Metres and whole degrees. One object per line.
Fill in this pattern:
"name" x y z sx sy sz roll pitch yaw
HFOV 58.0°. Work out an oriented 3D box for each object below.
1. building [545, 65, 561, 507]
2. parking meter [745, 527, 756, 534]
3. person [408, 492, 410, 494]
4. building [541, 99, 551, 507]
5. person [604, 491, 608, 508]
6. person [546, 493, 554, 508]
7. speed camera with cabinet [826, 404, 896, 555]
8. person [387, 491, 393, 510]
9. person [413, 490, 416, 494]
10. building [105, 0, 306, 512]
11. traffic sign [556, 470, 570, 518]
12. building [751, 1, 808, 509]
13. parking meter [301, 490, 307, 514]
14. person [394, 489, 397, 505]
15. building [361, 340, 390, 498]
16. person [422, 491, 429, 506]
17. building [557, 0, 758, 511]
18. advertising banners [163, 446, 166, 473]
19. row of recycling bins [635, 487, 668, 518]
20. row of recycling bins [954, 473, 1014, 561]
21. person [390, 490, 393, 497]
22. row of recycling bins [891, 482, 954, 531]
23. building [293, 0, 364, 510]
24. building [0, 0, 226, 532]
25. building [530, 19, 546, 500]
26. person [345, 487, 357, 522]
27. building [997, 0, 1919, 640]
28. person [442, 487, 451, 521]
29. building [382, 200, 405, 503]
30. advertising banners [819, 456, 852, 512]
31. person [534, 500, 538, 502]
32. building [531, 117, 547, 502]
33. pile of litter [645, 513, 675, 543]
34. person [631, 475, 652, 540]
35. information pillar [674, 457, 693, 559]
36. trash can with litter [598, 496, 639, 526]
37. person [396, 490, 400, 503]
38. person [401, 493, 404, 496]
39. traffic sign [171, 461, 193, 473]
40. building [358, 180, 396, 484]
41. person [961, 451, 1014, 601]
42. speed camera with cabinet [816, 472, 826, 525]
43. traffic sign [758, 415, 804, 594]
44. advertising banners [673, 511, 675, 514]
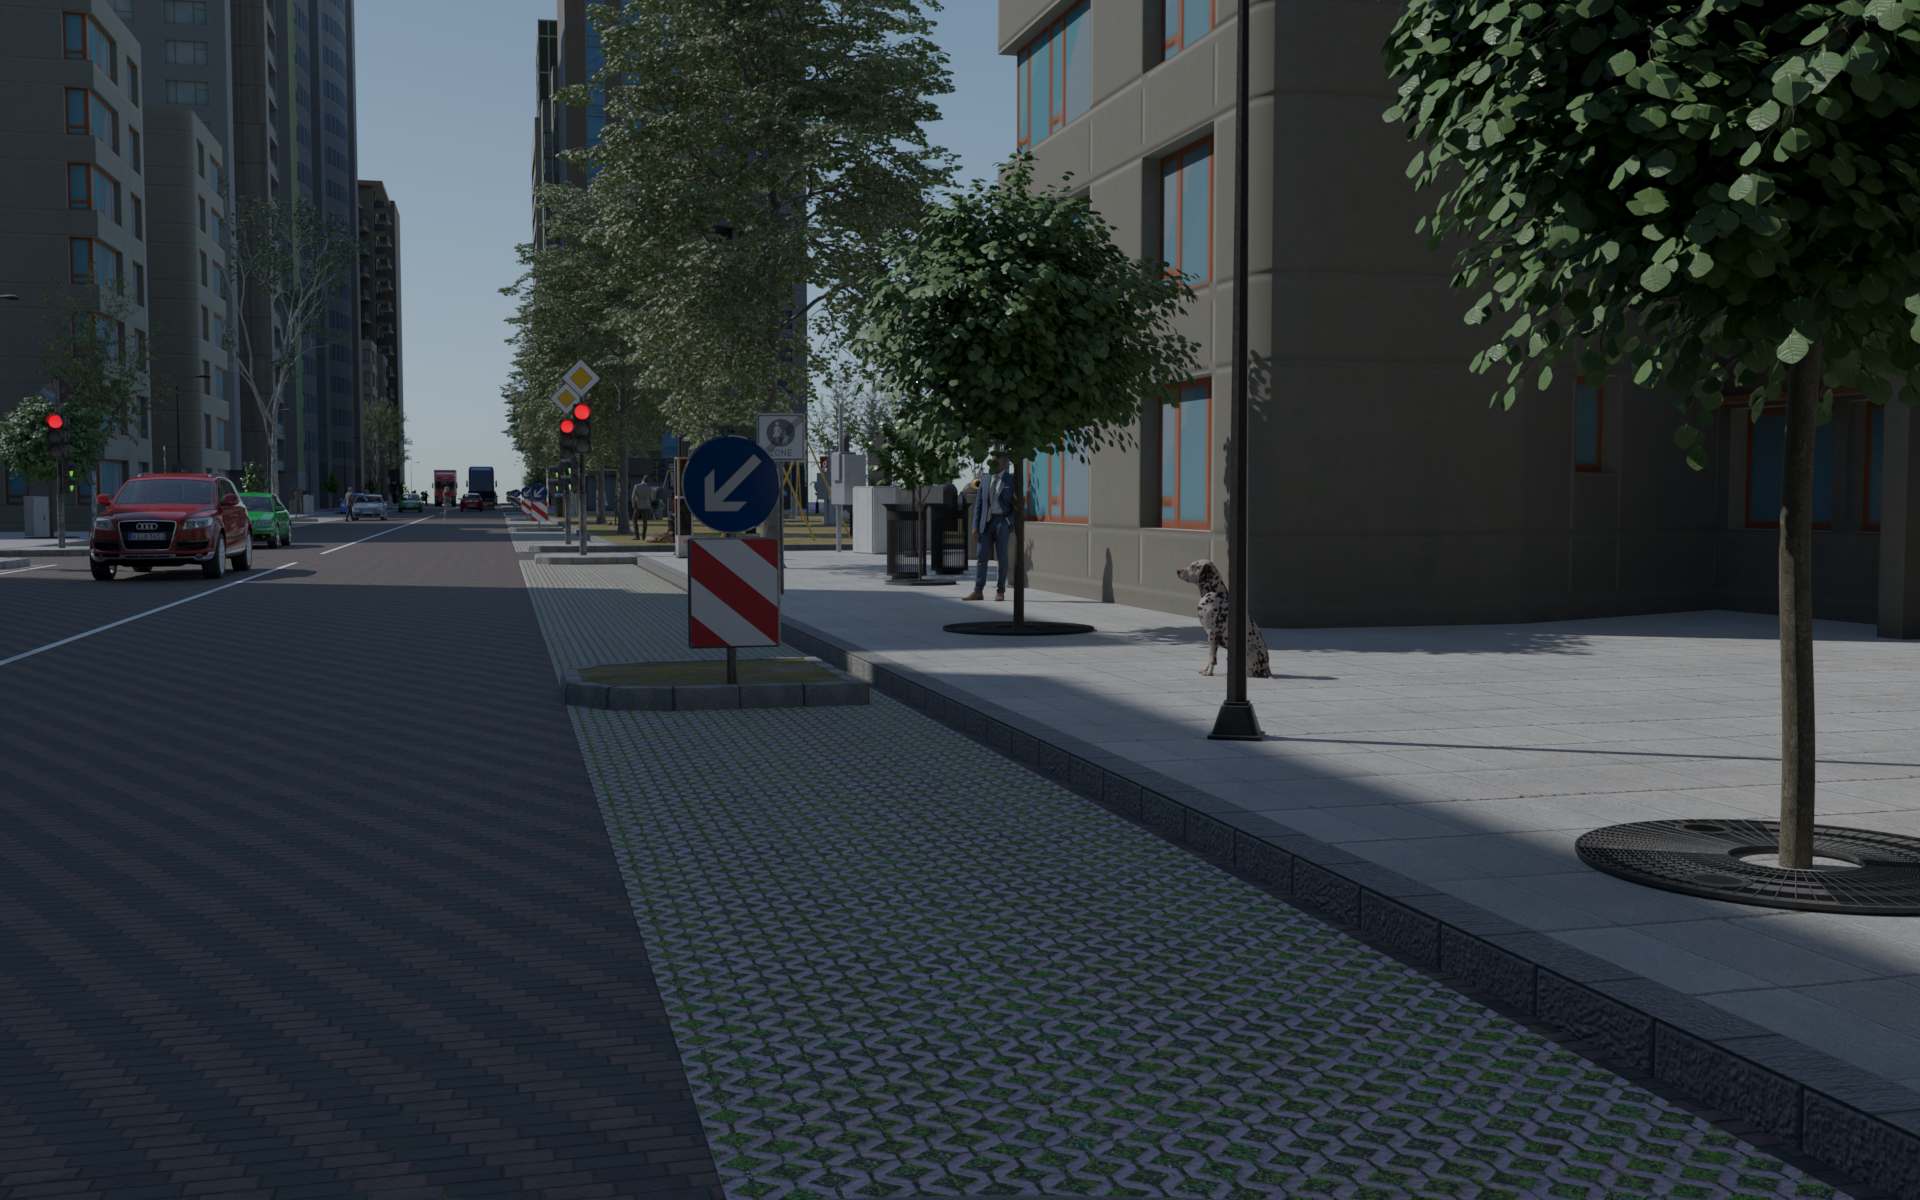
"building" -32.842 -29.785 170.576 14.154 41.232 14.086 -1 4 -15
"parking meter" -6.824 -2.937 56.432 0.372 1.533 0.369 0 3 0
"person" -76.524 -14.273 240.348 0.436 1.711 0.756 -1 4 -14
"building" -37.118 -30.630 184.395 14.154 41.232 14.086 -1 4 -15
"person" -23.702 -6.631 114.805 0.694 1.780 0.624 0 4 -5
"person" -38.787 -9.445 163.721 1.065 1.426 0.557 1 4 18
"speed camera with cabinet" -2.102 -2.644 37.568 0.660 3.252 2.038 -2 4 -30
"person" -52.424 -9.173 159.149 0.621 1.740 0.551 0 4 -2
"person" -49.950 -9.192 158.889 0.705 1.812 1.348 -3 5 -44
"building" -52.841 -26.515 117.122 14.154 41.232 14.086 -1 4 -15
"traffic sign" -21.240 -5.668 92.784 0.768 2.556 0.104 -1 4 -9
"building" -25.483 -43.730 153.231 20.563 71.187 20.611 -1 4 -15
"parking meter" -42.202 -6.304 111.479 0.372 1.533 0.369 0 3 0
"person" -68.327 -12.470 209.556 0.705 1.869 1.348 -2 4 -24
"building" -82.986 -22.007 204.847 27.650 21.520 28.899 -1 4 -15
"person" -65.697 -12.534 213.056 1.348 1.869 0.705 2 4 32
"building" -23.961 -29.689 135.522 14.600 45.320 14.200 -1 4 -15
"advertising banners" -28.702 -4.048 62.377 0.090 3.025 2.074 -1 4 -19
"row of recycling bins" -17.033 -5.421 95.745 1.069 1.692 3.534 -2 4 -29
"row of recycling bins" 1.218 -1.561 32.634 1.069 1.692 3.534 -2 4 -28
"person" -68.161 -12.310 207.334 0.705 1.821 1.348 1 4 11
"row of recycling bins" -0.832 -3.230 59.928 3.534 1.692 1.069 1 4 16
"building" -68.850 -38.002 163.323 21.231 58.520 28.212 -1 4 -15
"building" -46.368 -13.709 69.178 27.650 21.520 28.899 -1 4 -15
"building" -55.456 -50.436 262.874 20.563 71.187 20.611 -1 4 -15
"person" -31.561 -4.948 89.796 0.661 1.777 0.834 2 4 30
"building" 17.620 -10.334 13.993 27.650 21.520 28.899 -1 4 -15
"person" -27.412 -5.140 92.521 0.580 1.828 0.573 3 5 42
"building" -89.589 -36.976 254.675 14.600 45.320 14.200 -1 4 -15
"advertising banners" -5.583 -5.077 79.196 2.074 3.025 0.090 2 4 32
"person" -39.337 -9.420 160.723 0.621 1.740 0.551 2 4 32
"building" -41.817 -36.183 215.288 21.300 48.544 21.600 -1 4 -15
"pile of litter" -7.711 -1.936 45.611 1.176 0.858 1.719 -1 4 -13
"person" -8.893 -2.575 48.324 0.592 1.802 0.473 -1 4 -12
"information pillar" -5.508 -1.838 34.546 0.304 2.012 0.304 -1 4 -21
"trash can with litter" -14.074 -3.671 71.077 1.678 1.210 2.233 -2 4 -27
"person" -70.546 -12.926 217.253 0.709 1.838 0.599 -3 5 -43
"person" -78.589 -14.575 244.355 0.705 1.823 1.348 -3 4 -36
"traffic sign" -29.839 -4.058 66.455 0.768 2.556 0.104 0 4 -8
"building" -88.200 -35.363 232.816 22.147 44.769 28.867 -1 4 -15
"person" 0.414 -0.893 20.831 0.721 1.800 0.419 1 4 20
"speed camera with cabinet" -5.398 -4.730 71.665 0.660 3.252 2.038 1 4 12
"traffic sign" -2.277 -1.219 22.060 0.606 2.300 0.079 0 4 -6
"advertising banners" -17.146 -6.887 108.798 2.074 3.025 0.090 -2 4 -27
